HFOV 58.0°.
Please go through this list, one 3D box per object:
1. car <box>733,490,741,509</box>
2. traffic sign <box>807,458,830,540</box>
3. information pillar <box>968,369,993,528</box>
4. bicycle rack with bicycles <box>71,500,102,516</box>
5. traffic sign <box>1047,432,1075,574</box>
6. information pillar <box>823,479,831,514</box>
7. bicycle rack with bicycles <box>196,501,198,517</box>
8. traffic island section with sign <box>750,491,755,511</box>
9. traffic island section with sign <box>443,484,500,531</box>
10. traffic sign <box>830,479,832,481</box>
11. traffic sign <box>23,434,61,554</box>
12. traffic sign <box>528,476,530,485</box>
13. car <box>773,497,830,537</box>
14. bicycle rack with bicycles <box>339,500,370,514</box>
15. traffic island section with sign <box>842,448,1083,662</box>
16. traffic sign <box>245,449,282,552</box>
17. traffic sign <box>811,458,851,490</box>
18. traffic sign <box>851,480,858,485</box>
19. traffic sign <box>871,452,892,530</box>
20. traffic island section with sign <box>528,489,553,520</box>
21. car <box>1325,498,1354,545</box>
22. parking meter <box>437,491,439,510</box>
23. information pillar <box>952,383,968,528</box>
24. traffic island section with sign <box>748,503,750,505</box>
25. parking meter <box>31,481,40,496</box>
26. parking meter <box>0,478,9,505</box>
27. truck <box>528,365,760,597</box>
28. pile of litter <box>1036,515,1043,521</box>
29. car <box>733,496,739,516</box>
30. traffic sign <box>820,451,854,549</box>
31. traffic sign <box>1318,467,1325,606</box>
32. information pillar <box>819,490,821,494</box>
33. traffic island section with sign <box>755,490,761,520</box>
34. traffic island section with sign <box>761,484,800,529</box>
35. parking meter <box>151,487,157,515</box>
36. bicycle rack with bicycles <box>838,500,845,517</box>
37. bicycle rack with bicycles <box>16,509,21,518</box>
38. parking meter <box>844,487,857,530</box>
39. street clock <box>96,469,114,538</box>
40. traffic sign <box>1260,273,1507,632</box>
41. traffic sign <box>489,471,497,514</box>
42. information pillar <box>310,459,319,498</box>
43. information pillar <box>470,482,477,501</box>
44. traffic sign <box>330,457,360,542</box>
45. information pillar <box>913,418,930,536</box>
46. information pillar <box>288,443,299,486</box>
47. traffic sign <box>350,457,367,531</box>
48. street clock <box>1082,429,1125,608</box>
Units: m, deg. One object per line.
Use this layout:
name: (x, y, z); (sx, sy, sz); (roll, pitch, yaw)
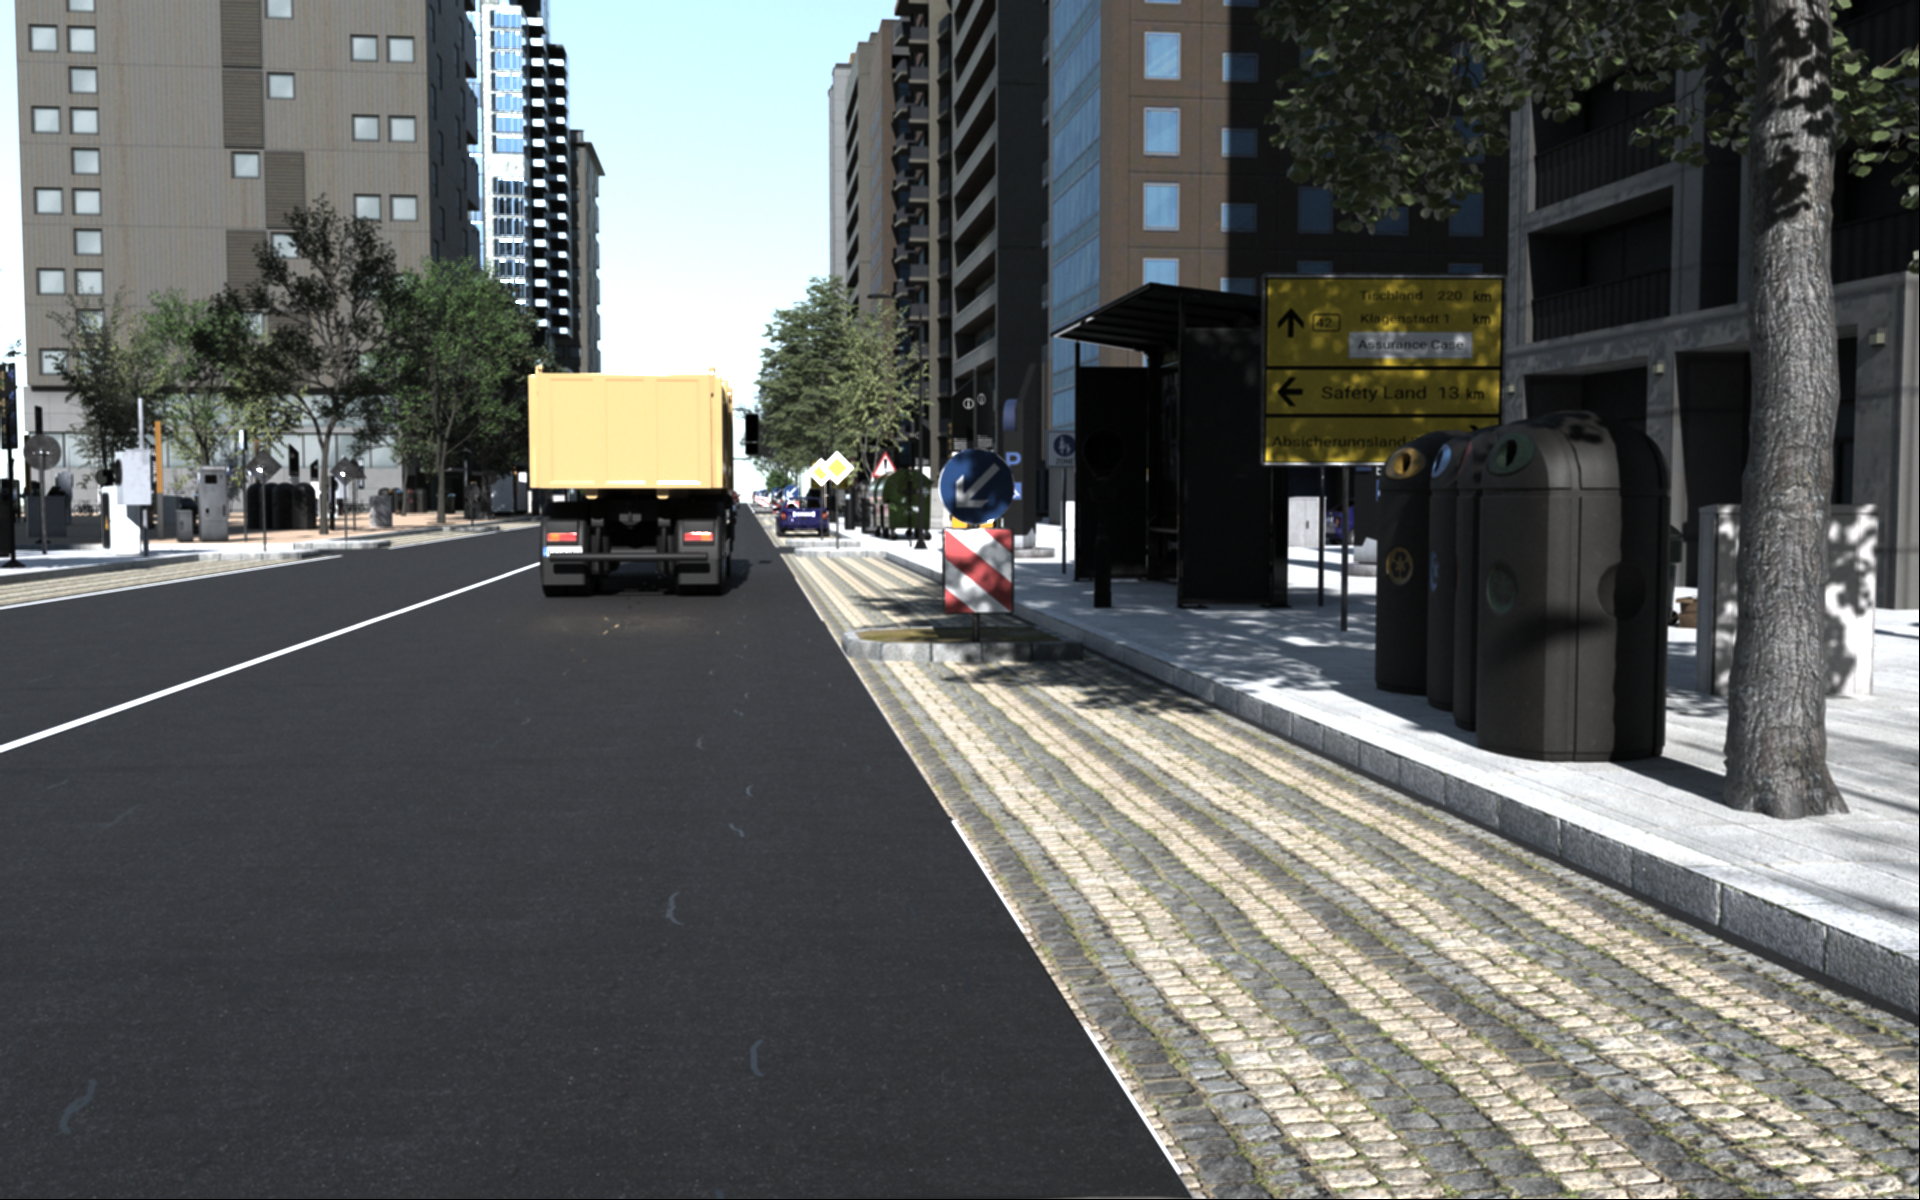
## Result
car: (-22.938, -9.983, 171.888); (2.281, 1.827, 5.304); (0, 4, -6)
traffic sign: (-3.844, -2.716, 48.048); (0.795, 2.450, 0.064); (0, 4, -7)
information pillar: (0.429, -2.522, 32.587); (0.183, 3.616, 0.504); (3, 5, 42)
bicycle rack with bicycles: (-51.079, -5.335, 100.608); (2.852, 0.926, 2.925); (-3, 5, -44)
traffic sign: (1.674, -1.571, 27.812); (0.606, 2.300, 0.079); (0, 4, -5)
information pillar: (-6.433, -4.861, 83.974); (0.304, 2.012, 0.304); (-1, 4, -22)
bicycle rack with bicycles: (-42.237, -4.992, 94.999); (2.852, 0.926, 2.925); (-3, 5, -41)
traffic island section with sign: (-16.681, -8.485, 147.358); (1.989, 1.847, 2.006); (0, 4, -7)
traffic island section with sign: (-19.287, -3.659, 68.445); (1.989, 1.847, 2.006); (0, 4, -7)
traffic sign: (-5.326, -4.563, 74.708); (0.768, 2.556, 0.104); (0, 4, -7)
traffic sign: (-19.475, -2.242, 36.770); (0.768, 2.556, 0.104); (0, 4, -7)
traffic sign: (-28.004, -6.939, 113.565); (0.768, 2.556, 0.104); (0, 4, 2)
car: (-5.342, -2.813, 58.572); (1.945, 1.354, 3.894); (0, 4, -7)
bicycle rack with bicycles: (-39.533, -6.054, 112.358); (2.852, 0.926, 2.925); (3, 5, 43)
traffic island section with sign: (-0.053, -0.430, 15.654); (1.989, 1.847, 2.006); (0, 4, -7)
traffic sign: (-15.492, -2.135, 38.556); (0.795, 2.450, 0.064); (0, 4, -7)
traffic sign: (-7.360, -6.402, 98.550); (2.265, 3.308, 0.079); (0, 4, -5)
traffic sign: (-6.274, -6.057, 99.041); (0.884, 2.594, 0.081); (0, 4, -2)
traffic sign: (-2.281, -3.250, 53.140); (0.884, 2.594, 0.081); (0, 4, 1)
traffic island section with sign: (-22.664, -5.294, 95.189); (1.989, 1.847, 2.006); (0, 4, -7)
car: (11.411, -1.985, 45.034); (3.894, 1.354, 1.945); (0, 4, -5)
parking meter: (-34.725, -6.555, 115.589); (0.372, 1.533, 0.369); (0, 3, 0)
information pillar: (0.090, -2.629, 34.331); (0.504, 3.616, 0.183); (-1, 4, -9)
traffic island section with sign: (-20.057, -10.121, 174.102); (1.989, 1.847, 2.006); (0, 4, -7)
parking meter: (-40.846, -4.333, 76.548); (0.399, 1.863, 0.255); (2, 4, 28)
parking meter: (-35.398, -3.579, 64.232); (0.255, 1.863, 0.399); (-2, 4, -35)
truck: (-4.984, -1.956, 27.899); (3.469, 3.379, 9.791); (0, 4, -6)
pile of litter: (3.348, -4.093, 80.893); (1.719, 0.858, 1.176); (-1, 4, -20)
car: (-15.684, -6.302, 115.039); (2.014, 1.417, 4.499); (0, 4, -7)
traffic sign: (-2.845, -2.231, 40.125); (0.795, 2.450, 0.064); (0, 4, -7)
traffic sign: (4.127, -1.078, 19.749); (0.606, 2.300, 0.079); (0, 4, -4)
information pillar: (-9.814, -7.041, 119.617); (0.304, 2.012, 0.304); (3, 5, 40)
traffic island section with sign: (-10.377, -5.433, 97.454); (1.989, 1.847, 2.006); (0, 4, -7)
traffic island section with sign: (-7.008, -3.797, 70.709); (1.989, 1.847, 2.006); (0, 4, -7)
parking meter: (-49.357, -6.141, 106.111); (0.399, 1.863, 0.255); (1, 4, 22)
bicycle rack with bicycles: (-8.564, -5.842, 108.897); (2.852, 0.926, 2.925); (-1, 4, -18)
bicycle rack with bicycles: (-51.202, -4.835, 92.441); (2.852, 0.926, 2.925); (-1, 4, -16)
parking meter: (-3.956, -3.287, 62.155); (0.372, 1.533, 0.369); (0, 3, 0)
street clock: (-25.071, -2.828, 50.814); (0.471, 2.002, 0.358); (1, 4, 20)
traffic sign: (3.908, -1.358, 16.069); (2.265, 3.308, 0.079); (0, 4, -1)
traffic sign: (-25.910, -5.838, 95.563); (0.768, 2.556, 0.104); (0, 4, -6)
information pillar: (-42.804, -7.557, 114.918); (0.504, 3.616, 0.183); (-3, 5, -39)
information pillar: (-29.692, -6.191, 105.711); (0.304, 2.012, 0.304); (-3, 4, -37)
traffic sign: (-16.491, -2.620, 46.478); (0.795, 2.450, 0.064); (0, 4, -7)
information pillar: (-1.156, -3.751, 52.687); (0.504, 3.616, 0.183); (0, 4, 7)
information pillar: (-30.886, -5.441, 80.320); (0.183, 3.616, 0.504); (3, 4, 37)
traffic sign: (-21.071, -3.682, 60.208); (0.884, 2.594, 0.081); (0, 4, 1)
street clock: (1.615, -0.917, 19.556); (0.471, 2.002, 0.358); (0, 4, 1)
